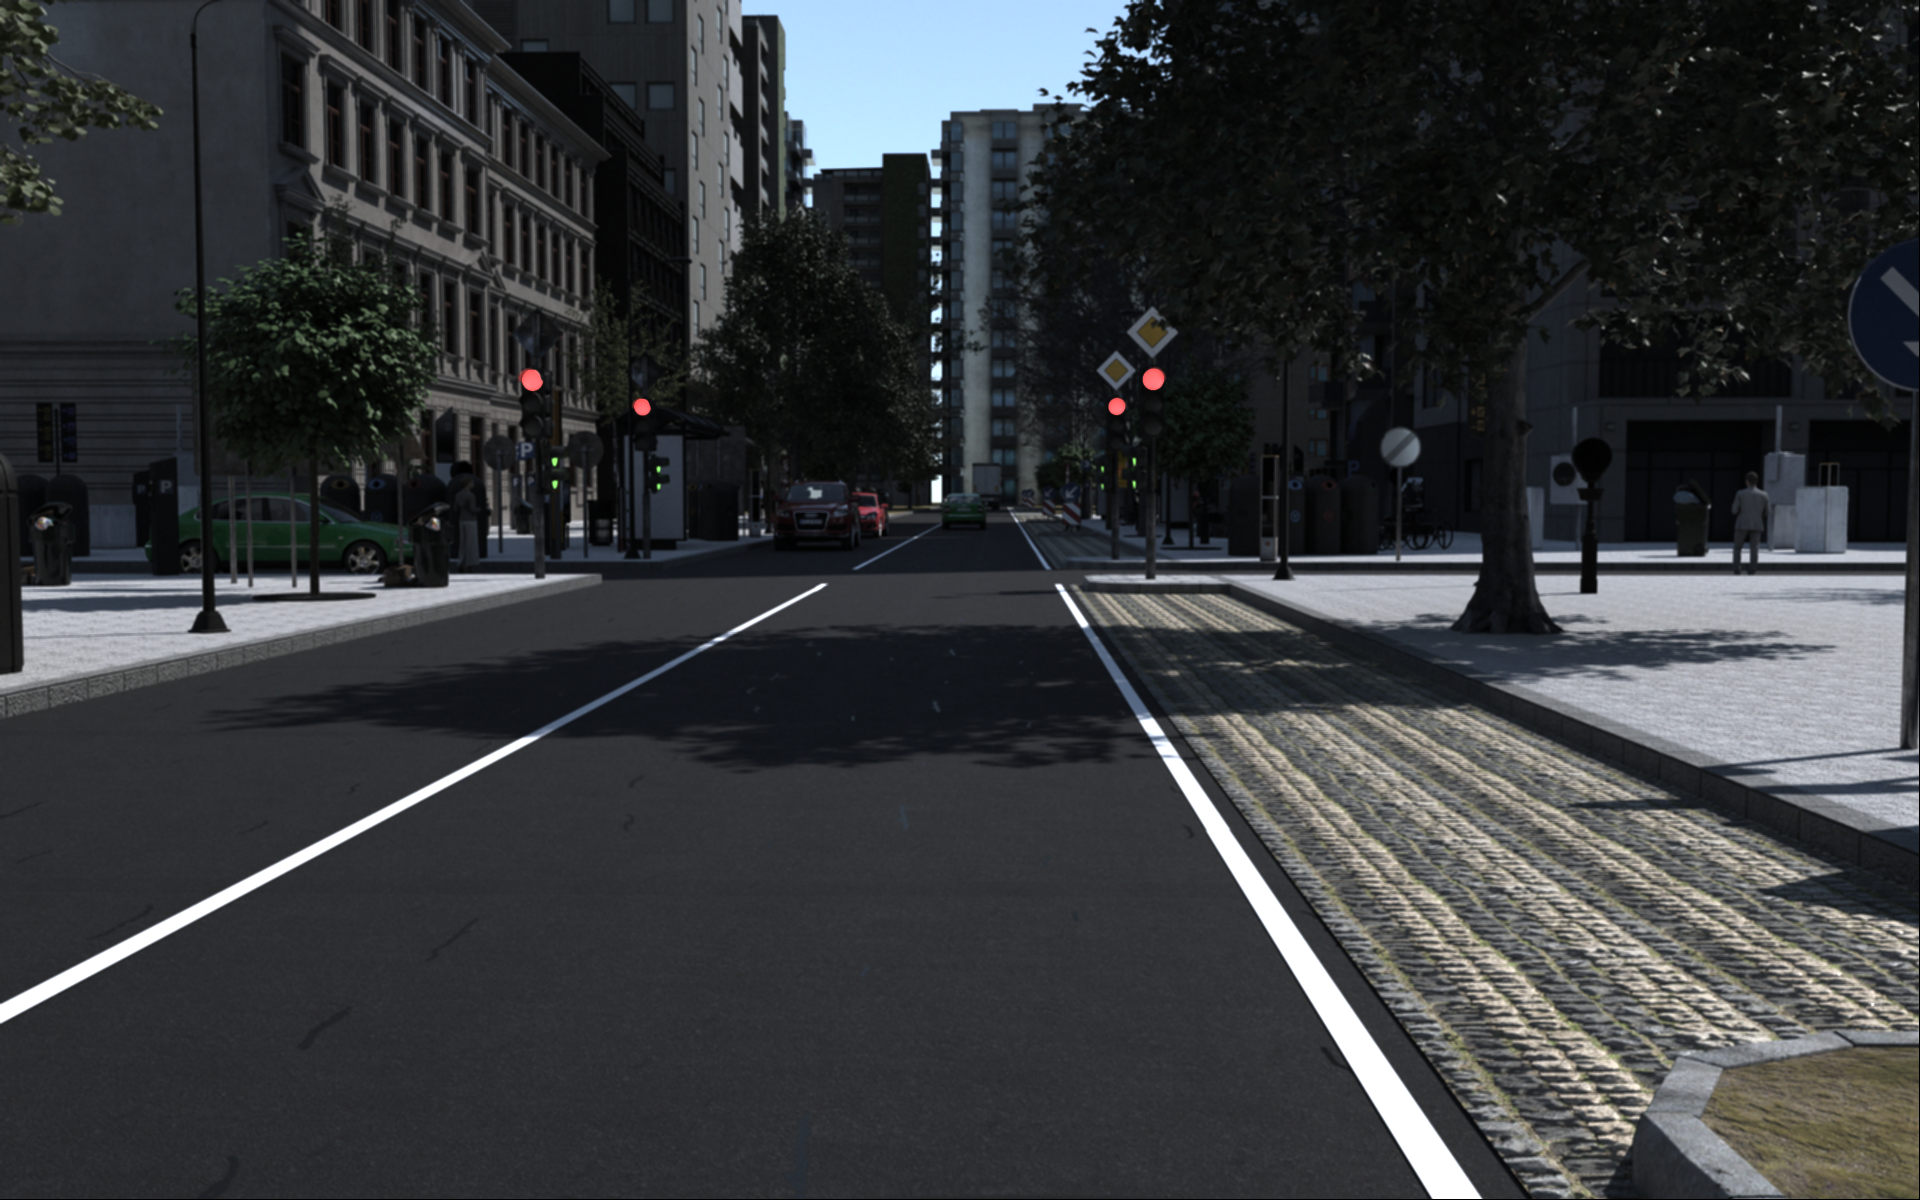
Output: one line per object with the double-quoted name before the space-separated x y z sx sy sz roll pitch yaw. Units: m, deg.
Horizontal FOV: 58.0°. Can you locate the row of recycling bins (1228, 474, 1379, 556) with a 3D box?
"row of recycling bins" 7.228 -1.800 36.545 3.534 1.692 1.069 -2 4 -23

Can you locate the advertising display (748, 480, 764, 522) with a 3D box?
"advertising display" -9.436 -4.579 80.086 0.123 1.923 0.974 3 4 36

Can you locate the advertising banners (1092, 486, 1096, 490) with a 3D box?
"advertising banners" 9.207 -6.914 109.226 2.074 3.025 0.090 0 4 -5

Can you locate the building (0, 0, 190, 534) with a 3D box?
"building" -22.922 -13.399 55.224 11.583 22.565 21.152 0 4 1

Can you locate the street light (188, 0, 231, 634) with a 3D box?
"street light" -6.438 -2.652 15.906 1.470 5.913 1.316 0 4 1

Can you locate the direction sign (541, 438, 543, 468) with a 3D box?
"direction sign" -16.533 -4.713 69.049 0.379 3.537 0.876 3 4 36

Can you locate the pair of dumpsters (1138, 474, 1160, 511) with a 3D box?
"pair of dumpsters" 9.449 -4.899 82.599 1.574 2.255 4.437 0 4 1

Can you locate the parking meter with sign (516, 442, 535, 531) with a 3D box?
"parking meter with sign" -14.442 -3.819 58.700 0.543 3.016 1.738 0 4 1

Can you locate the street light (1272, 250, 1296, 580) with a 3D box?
"street light" 4.312 -3.257 25.788 1.470 5.913 1.316 0 4 1

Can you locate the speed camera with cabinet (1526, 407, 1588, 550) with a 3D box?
"speed camera with cabinet" 13.352 -2.782 39.815 2.038 3.252 0.660 3 5 44

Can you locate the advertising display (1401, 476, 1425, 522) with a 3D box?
"advertising display" 16.257 -3.502 62.476 0.974 1.923 0.123 2 4 30

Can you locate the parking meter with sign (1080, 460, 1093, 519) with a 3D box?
"parking meter with sign" 6.600 -5.728 89.908 0.543 3.016 1.738 1 4 10

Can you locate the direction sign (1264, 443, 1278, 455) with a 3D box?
"direction sign" 13.940 -5.242 77.696 0.876 3.537 0.379 -3 4 -37

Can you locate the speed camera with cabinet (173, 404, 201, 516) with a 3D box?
"speed camera with cabinet" -16.755 -2.645 37.581 0.660 3.252 2.038 -1 4 -20

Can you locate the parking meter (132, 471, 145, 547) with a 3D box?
"parking meter" -19.712 -2.205 41.767 0.399 1.863 0.255 -1 4 -11

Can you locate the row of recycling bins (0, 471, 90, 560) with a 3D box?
"row of recycling bins" -19.585 -1.771 36.067 3.534 1.692 1.069 2 4 23

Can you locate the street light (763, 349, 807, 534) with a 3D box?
"street light" -5.608 -5.081 55.621 1.470 5.913 1.316 0 4 1

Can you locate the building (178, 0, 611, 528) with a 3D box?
"building" -23.407 -14.691 76.353 11.583 22.565 21.152 0 4 1

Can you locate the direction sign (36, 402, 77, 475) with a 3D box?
"direction sign" -22.359 -3.116 42.943 0.876 3.537 0.379 -1 4 -16

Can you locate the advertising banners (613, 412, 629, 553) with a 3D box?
"advertising banners" -7.487 -2.567 38.158 0.090 3.025 2.074 0 4 -3

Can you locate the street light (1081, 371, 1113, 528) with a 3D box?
"street light" 5.233 -5.691 65.596 1.470 5.913 1.316 0 4 1

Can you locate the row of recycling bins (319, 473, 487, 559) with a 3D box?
"row of recycling bins" -11.213 -1.699 34.893 3.534 1.692 1.069 1 4 9

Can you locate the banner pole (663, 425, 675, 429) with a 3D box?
"banner pole" -9.494 -4.011 55.599 0.863 3.779 0.401 2 4 26

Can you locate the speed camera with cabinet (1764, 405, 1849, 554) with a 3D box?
"speed camera with cabinet" 18.602 -2.676 38.096 0.660 3.252 2.038 -1 4 -13

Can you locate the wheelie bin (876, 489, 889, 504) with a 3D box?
"wheelie bin" -4.951 -6.195 109.194 0.980 1.594 0.693 -1 4 -22

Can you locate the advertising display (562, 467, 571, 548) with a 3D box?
"advertising display" -9.469 -2.192 41.050 0.123 1.923 0.974 1 4 9

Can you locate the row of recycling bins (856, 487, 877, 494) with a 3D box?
"row of recycling bins" -6.694 -5.970 104.730 3.534 1.692 1.069 1 4 14

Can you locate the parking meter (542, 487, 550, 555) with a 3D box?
"parking meter" -8.675 -1.707 36.319 0.372 1.533 0.369 0 3 0

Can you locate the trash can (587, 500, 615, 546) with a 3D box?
"trash can" -8.903 -1.912 42.914 0.748 1.137 0.748 0 3 0

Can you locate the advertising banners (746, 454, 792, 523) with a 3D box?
"advertising banners" -8.415 -4.905 76.385 2.074 3.025 0.090 0 4 8

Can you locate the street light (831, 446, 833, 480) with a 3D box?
"street light" -5.170 -6.396 77.111 1.470 5.913 1.316 0 4 1

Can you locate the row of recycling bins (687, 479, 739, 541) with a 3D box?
"row of recycling bins" -6.927 -2.546 48.735 1.069 1.692 3.534 -1 4 -19

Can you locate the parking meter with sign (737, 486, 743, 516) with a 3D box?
"parking meter with sign" -13.021 -6.442 101.593 1.738 3.016 0.543 -1 4 -15

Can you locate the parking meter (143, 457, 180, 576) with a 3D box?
"parking meter" -12.558 -1.321 27.304 0.399 1.863 0.255 -3 5 -41

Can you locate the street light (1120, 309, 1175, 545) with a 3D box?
"street light" 4.732 -4.353 43.719 1.470 5.913 1.316 0 4 1

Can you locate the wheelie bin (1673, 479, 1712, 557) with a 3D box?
"wheelie bin" 15.087 -1.700 35.696 0.693 1.594 0.980 2 4 28

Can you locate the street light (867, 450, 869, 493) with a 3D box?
"street light" -4.690 -7.710 98.601 1.470 5.913 1.316 0 4 1

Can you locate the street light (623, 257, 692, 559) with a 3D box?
"street light" -5.953 -3.767 34.129 1.470 5.913 1.316 0 4 1

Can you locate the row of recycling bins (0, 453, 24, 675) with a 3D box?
"row of recycling bins" -7.952 -0.386 13.424 1.069 1.692 3.534 -3 4 -36

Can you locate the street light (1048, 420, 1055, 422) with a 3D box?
"street light" 6.190 -8.331 108.751 1.470 5.913 1.316 0 4 1

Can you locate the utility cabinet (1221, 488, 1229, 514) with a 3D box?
"utility cabinet" 9.815 -3.349 63.428 1.173 1.500 0.318 -2 4 -34

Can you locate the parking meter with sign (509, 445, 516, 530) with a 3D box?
"parking meter with sign" -15.943 -4.037 62.271 0.543 3.016 1.738 -1 4 -20

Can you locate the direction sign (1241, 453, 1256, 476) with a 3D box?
"direction sign" 15.985 -6.360 95.982 0.876 3.537 0.379 3 5 39

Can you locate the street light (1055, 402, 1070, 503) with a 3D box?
"street light" 5.672 -7.006 87.086 1.470 5.913 1.316 0 4 1

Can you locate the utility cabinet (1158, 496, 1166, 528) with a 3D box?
"utility cabinet" 8.046 -3.361 66.116 1.020 1.237 0.306 3 5 41

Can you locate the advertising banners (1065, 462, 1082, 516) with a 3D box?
"advertising banners" 6.360 -6.050 95.100 0.090 3.025 2.074 -2 4 -33

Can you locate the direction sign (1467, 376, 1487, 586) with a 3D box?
"direction sign" 7.383 -1.965 24.130 0.876 3.537 0.379 -2 4 -30
